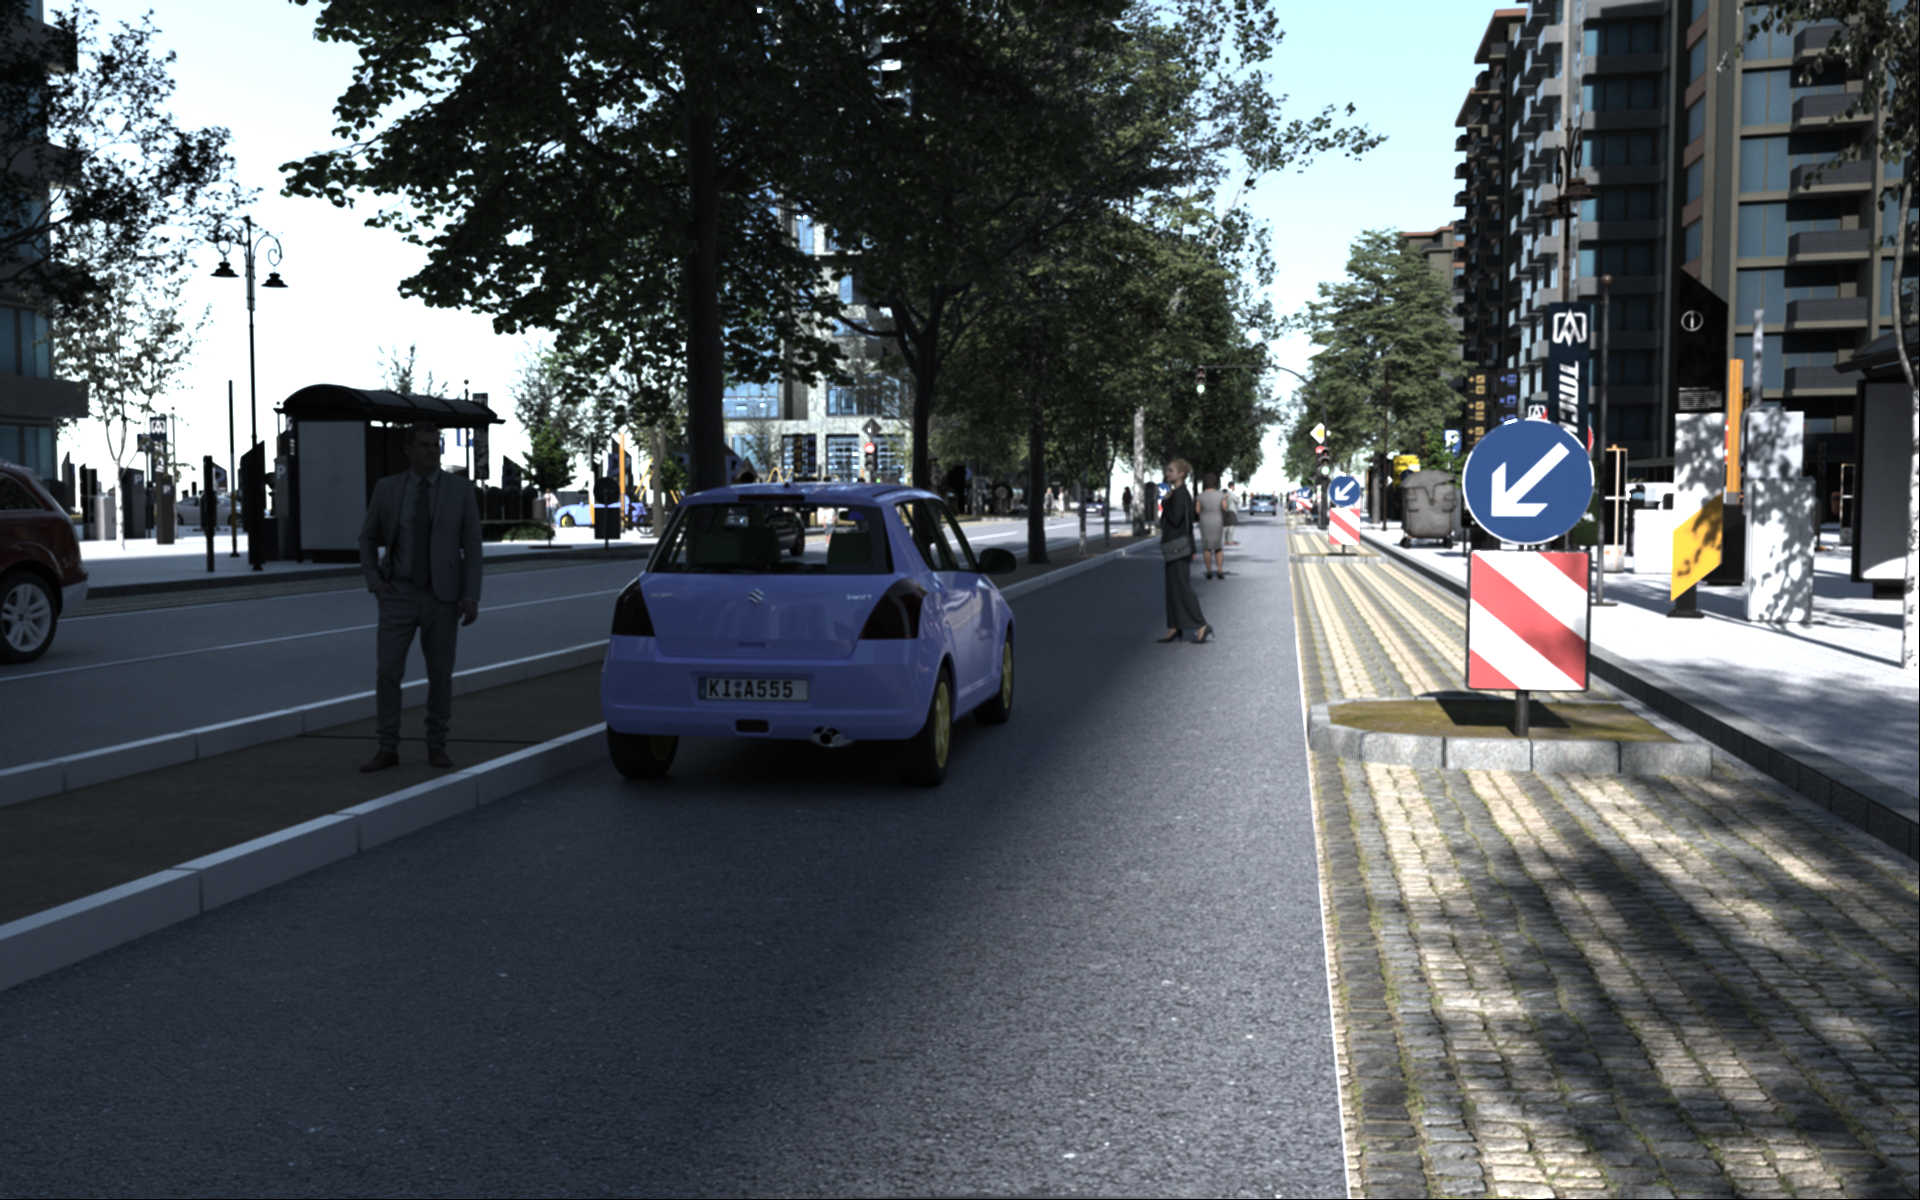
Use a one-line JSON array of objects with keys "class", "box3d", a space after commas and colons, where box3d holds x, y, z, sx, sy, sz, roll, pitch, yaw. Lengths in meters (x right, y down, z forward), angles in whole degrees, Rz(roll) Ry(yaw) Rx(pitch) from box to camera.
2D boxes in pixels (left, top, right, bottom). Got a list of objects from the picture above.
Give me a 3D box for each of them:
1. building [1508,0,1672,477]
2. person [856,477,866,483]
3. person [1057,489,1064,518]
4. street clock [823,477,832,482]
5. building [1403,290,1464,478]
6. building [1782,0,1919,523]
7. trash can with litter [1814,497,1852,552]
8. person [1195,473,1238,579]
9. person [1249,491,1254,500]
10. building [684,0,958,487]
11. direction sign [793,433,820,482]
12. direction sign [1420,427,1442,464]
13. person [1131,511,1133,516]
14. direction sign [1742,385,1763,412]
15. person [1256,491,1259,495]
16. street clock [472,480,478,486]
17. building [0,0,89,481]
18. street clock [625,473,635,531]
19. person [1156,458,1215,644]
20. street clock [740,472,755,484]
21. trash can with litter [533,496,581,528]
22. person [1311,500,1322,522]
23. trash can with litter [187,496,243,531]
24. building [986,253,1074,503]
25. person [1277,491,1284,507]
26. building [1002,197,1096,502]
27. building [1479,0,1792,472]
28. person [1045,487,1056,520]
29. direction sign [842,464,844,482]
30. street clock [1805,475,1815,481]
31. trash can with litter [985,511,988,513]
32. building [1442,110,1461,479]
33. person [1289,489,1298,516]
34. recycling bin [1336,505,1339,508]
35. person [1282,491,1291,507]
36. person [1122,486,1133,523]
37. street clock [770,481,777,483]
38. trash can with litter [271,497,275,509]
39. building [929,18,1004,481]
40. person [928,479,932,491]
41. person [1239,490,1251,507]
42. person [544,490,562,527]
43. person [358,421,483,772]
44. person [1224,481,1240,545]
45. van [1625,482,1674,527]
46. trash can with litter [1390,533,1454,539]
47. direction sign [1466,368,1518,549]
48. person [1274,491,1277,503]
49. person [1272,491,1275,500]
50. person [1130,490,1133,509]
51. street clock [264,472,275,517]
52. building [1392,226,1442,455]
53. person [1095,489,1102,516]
[{"class": "building", "box3d": [51.476, -30.734, 122.113, 23.786, 49.044, 30.456, 1, 4, 11]}, {"class": "person", "box3d": [-2.122, -1.692, 36.509, 0.624, 1.780, 0.694, 1, 4, 11]}, {"class": "person", "box3d": [6.070, -5.872, 105.077, 0.524, 1.755, 0.480, 2, 4, 26]}, {"class": "street clock", "box3d": [-5.558, -4.162, 72.617, 0.358, 2.002, 0.471, -2, 4, -24]}, {"class": "building", "box3d": [73.467, -29.815, 259.169, 14.160, 30.474, 14.107, 1, 4, 11]}, {"class": "building", "box3d": [48.438, -26.234, 83.553, 28.867, 44.769, 22.147, 1, 4, 11]}, {"class": "trash can with litter", "box3d": [19.314, -1.731, 39.359, 1.678, 1.210, 2.233, 0, 4, 0]}, {"class": "person", "box3d": [4.317, -1.240, 29.136, 0.716, 1.782, 0.532, 0, 4, 8]}, {"class": "person", "box3d": [38.899, -13.587, 230.587, 1.348, 1.831, 0.705, -3, 4, -37]}, {"class": "building", "box3d": [-11.983, -52.101, 164.517, 22.319, 86.520, 31.000, 1, 4, 11]}, {"class": "direction sign", "box3d": [-5.788, -4.445, 64.668, 0.876, 3.537, 0.379, 1, 4, 10]}, {"class": "direction sign", "box3d": [16.002, -4.082, 58.741, 0.876, 3.537, 0.379, -1, 4, -13]}, {"class": "person", "box3d": [11.876, -6.520, 115.326, 0.699, 1.804, 1.509, 3, 4, 39]}, {"class": "direction sign", "box3d": [16.633, -2.720, 36.465, 0.379, 3.537, 0.876, 0, 4, 0]}, {"class": "person", "box3d": [30.560, -10.288, 177.433, 1.217, 1.743, 0.721, -1, 4, -15]}, {"class": "street clock", "box3d": [-24.894, -5.149, 88.760, 0.358, 2.002, 0.471, 0, 4, 5]}, {"class": "building", "box3d": [-42.105, -26.021, 45.057, 30.456, 49.044, 23.786, 1, 4, 11]}, {"class": "street clock", "box3d": [-11.614, -3.447, 60.927, 0.358, 2.002, 0.471, -1, 4, -21]}, {"class": "person", "box3d": [2.152, -0.474, 16.677, 0.534, 1.772, 0.576, 0, 4, -7]}, {"class": "street clock", "box3d": [-7.011, -3.215, 57.129, 0.471, 2.002, 0.358, 0, 4, -4]}, {"class": "trash can with litter", "box3d": [-15.556, -3.344, 65.731, 2.233, 1.210, 1.678, -1, 4, -9]}, {"class": "person", "box3d": [18.458, -4.594, 89.114, 0.738, 1.151, 1.012, 2, 4, 24]}, {"class": "trash can with litter", "box3d": [-26.064, -3.016, 60.374, 1.678, 1.210, 2.233, 0, 4, -2]}, {"class": "building", "box3d": [0.240, -34.687, 259.006, 32.217, 40.220, 23.993, 1, 4, 11]}, {"class": "person", "box3d": [36.330, -11.407, 195.726, 1.217, 1.735, 0.721, -1, 4, -13]}, {"class": "building", "box3d": [10.315, -45.326, 283.077, 21.231, 58.520, 28.212, 1, 4, 11]}, {"class": "building", "box3d": [57.746, -30.607, 155.050, 22.147, 44.769, 28.867, 1, 4, 11]}, {"class": "person", "box3d": [5.067, -5.410, 97.130, 0.709, 1.800, 0.728, -1, 4, -14]}, {"class": "direction sign", "box3d": [-8.732, -8.405, 129.419, 0.379, 3.537, 0.876, -1, 4, -8]}, {"class": "street clock", "box3d": [33.017, -3.846, 67.460, 0.471, 2.002, 0.358, -1, 4, -16]}, {"class": "trash can with litter", "box3d": [2.082, -6.531, 117.836, 1.678, 1.210, 2.233, -1, 4, -15]}, {"class": "building", "box3d": [63.969, -32.329, 183.203, 22.147, 44.769, 28.867, 1, 4, 11]}, {"class": "person", "box3d": [22.217, -6.490, 115.203, 0.643, 1.750, 0.593, -3, 5, -43]}, {"class": "recycling bin", "box3d": [29.321, -7.464, 134.586, 0.722, 1.027, 0.722, 2, 4, 29]}, {"class": "person", "box3d": [32.211, -9.848, 170.233, 1.217, 1.735, 0.721, 0, 4, 1]}, {"class": "person", "box3d": [8.441, -4.824, 87.352, 0.573, 1.828, 0.580, 0, 4, 4]}, {"class": "street clock", "box3d": [-10.223, -5.524, 94.881, 0.471, 2.002, 0.358, 0, 4, -2]}, {"class": "trash can with litter", "box3d": [-26.808, -3.379, 66.299, 2.233, 1.210, 1.678, -3, 5, -40]}, {"class": "building", "box3d": [-10.374, -37.062, 195.206, 28.713, 52.752, 27.495, 1, 4, 11]}, {"class": "person", "box3d": [-0.680, -1.552, 34.621, 0.466, 1.731, 0.760, -3, 5, -45]}, {"class": "person", "box3d": [30.459, -10.844, 185.424, 1.348, 1.869, 0.705, -1, 4, -8]}, {"class": "person", "box3d": [-16.096, -3.637, 68.639, 0.598, 1.740, 0.731, 3, 5, 43]}, {"class": "person", "box3d": [-2.825, -0.029, 9.066, 0.635, 1.810, 0.391, -1, 4, -19]}, {"class": "person", "box3d": [7.717, -2.462, 48.932, 0.466, 1.800, 0.511, -2, 4, -29]}, {"class": "van", "box3d": [23.680, -3.384, 62.333, 4.112, 2.044, 2.013, 1, 4, 12]}, {"class": "trash can with litter", "box3d": [13.616, -2.359, 49.620, 2.233, 1.210, 1.678, 3, 5, 41]}, {"class": "direction sign", "box3d": [9.591, -2.403, 31.292, 0.876, 3.537, 0.379, 1, 4, 19]}, {"class": "person", "box3d": [40.976, -13.277, 225.442, 0.709, 1.838, 0.599, -3, 5, -40]}, {"class": "person", "box3d": [30.728, -9.893, 170.776, 0.750, 1.759, 0.617, 1, 4, 17]}, {"class": "person", "box3d": [15.780, -9.314, 160.654, 0.709, 1.838, 0.599, 0, 4, -1]}, {"class": "street clock", "box3d": [-22.221, -3.148, 56.045, 0.358, 2.002, 0.471, 2, 4, 34]}, {"class": "building", "box3d": [81.573, -38.243, 279.902, 22.147, 44.769, 28.867, 1, 4, 11]}, {"class": "person", "box3d": [9.192, -6.474, 114.898, 0.519, 1.759, 0.362, -3, 5, -42]}]
